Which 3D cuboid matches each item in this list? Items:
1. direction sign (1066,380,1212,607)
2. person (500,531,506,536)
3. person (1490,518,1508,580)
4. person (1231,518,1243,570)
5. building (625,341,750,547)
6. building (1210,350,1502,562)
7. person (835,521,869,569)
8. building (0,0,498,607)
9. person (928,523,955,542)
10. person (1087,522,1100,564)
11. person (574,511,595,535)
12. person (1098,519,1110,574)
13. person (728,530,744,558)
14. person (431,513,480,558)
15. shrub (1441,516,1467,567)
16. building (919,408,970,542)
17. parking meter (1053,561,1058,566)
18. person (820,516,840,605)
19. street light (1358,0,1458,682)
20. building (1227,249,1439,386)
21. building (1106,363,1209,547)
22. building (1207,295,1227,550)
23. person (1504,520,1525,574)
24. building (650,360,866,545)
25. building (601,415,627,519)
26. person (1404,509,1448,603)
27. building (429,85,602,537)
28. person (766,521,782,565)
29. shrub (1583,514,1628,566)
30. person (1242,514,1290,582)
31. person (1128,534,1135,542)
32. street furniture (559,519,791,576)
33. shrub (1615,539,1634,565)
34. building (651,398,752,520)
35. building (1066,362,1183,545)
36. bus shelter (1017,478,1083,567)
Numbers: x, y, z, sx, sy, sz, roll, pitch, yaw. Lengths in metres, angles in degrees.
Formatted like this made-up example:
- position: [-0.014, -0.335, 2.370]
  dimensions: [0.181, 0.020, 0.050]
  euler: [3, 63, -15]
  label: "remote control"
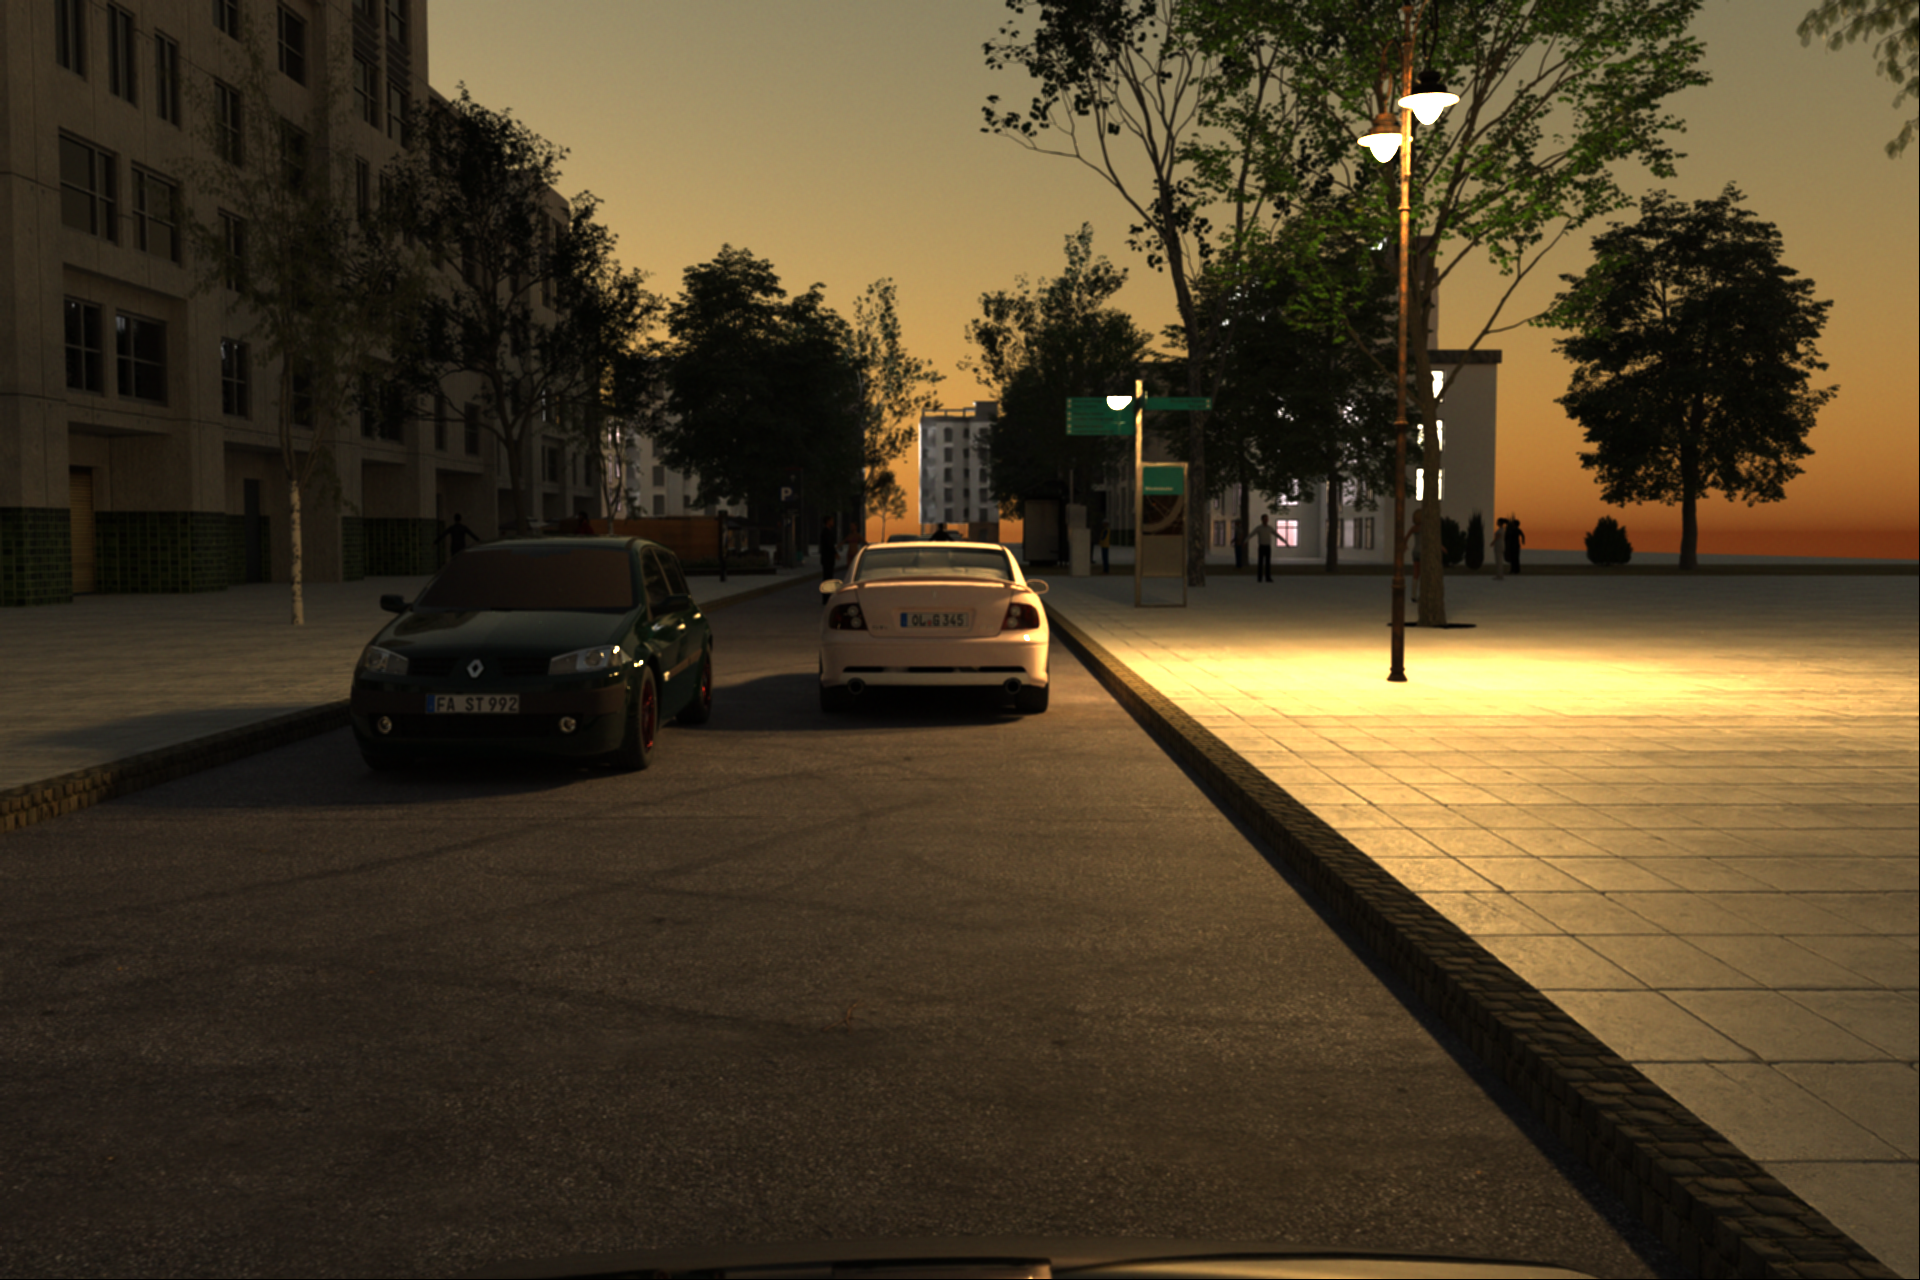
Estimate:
- position: [3.106, -2.500, 29.644]
  dimensions: [2.525, 3.948, 1.411]
  euler: [0, 4, 0]
  label: "direction sign"
- position: [-18.999, -3.865, 72.457]
  dimensions: [0.599, 1.433, 0.991]
  euler: [-3, 4, -37]
  label: "person"
- position: [15.094, -2.565, 48.701]
  dimensions: [0.721, 1.739, 1.217]
  euler: [2, 4, 29]
  label: "person"
- position: [9.815, -3.388, 61.255]
  dimensions: [0.705, 1.847, 1.347]
  euler: [0, 4, -3]
  label: "person"
- position: [-27.163, -19.193, 170.225]
  dimensions: [16.016, 20.090, 11.380]
  euler: [0, 4, 0]
  label: "building"
- position: [19.984, -9.226, 92.995]
  dimensions: [9.099, 9.664, 28.070]
  euler: [0, 4, 0]
  label: "building"
- position: [-2.570, -1.947, 41.086]
  dimensions: [1.217, 1.733, 0.721]
  euler: [2, 4, 35]
  label: "person"
- position: [-24.790, -10.949, 45.482]
  dimensions: [16.747, 18.905, 31.486]
  euler: [0, 4, 0]
  label: "building"
- position: [-0.616, -3.059, 58.609]
  dimensions: [1.346, 1.812, 0.704]
  euler: [2, 4, 27]
  label: "person"
- position: [5.674, -4.229, 75.278]
  dimensions: [0.705, 1.813, 1.348]
  euler: [-3, 4, -38]
  label: "person"
- position: [-8.860, -2.111, 40.617]
  dimensions: [0.704, 1.816, 1.345]
  euler: [-3, 5, -43]
  label: "person"
- position: [4.553, -2.981, 55.197]
  dimensions: [0.721, 1.772, 1.216]
  euler: [1, 4, 13]
  label: "person"
- position: [-10.029, -4.398, 78.086]
  dimensions: [0.705, 1.806, 1.347]
  euler: [1, 4, 23]
  label: "person"
- position: [-13.158, -2.408, 45.413]
  dimensions: [1.345, 1.823, 0.704]
  euler: [-1, 4, -18]
  label: "person"
- position: [18.902, -3.847, 67.324]
  dimensions: [1.690, 2.028, 1.600]
  euler: [0, 3, 0]
  label: "shrub"
- position: [-5.616, -23.990, 251.108]
  dimensions: [11.380, 20.090, 16.016]
  euler: [0, 4, 8]
  label: "building"
- position: [3.807, -3.957, 70.402]
  dimensions: [0.399, 1.863, 0.255]
  euler: [0, 4, -2]
  label: "parking meter"
- position: [-2.643, -1.615, 35.086]
  dimensions: [0.704, 1.802, 1.346]
  euler: [-1, 4, -13]
  label: "person"
- position: [3.815, -2.578, 14.935]
  dimensions: [0.468, 5.910, 1.993]
  euler: [0, 4, 0]
  label: "street light"
- position: [23.989, -16.239, 121.931]
  dimensions: [16.016, 20.090, 11.380]
  euler: [0, 4, 0]
  label: "building"
- position: [25.679, -19.636, 187.503]
  dimensions: [16.747, 18.905, 31.486]
  euler: [0, 4, 0]
  label: "building"
- position: [24.964, -17.222, 137.995]
  dimensions: [16.016, 20.090, 11.380]
  euler: [0, 4, 0]
  label: "building"
- position: [17.884, -3.014, 56.004]
  dimensions: [1.216, 1.740, 0.721]
  euler: [-3, 4, -36]
  label: "person"
- position: [-26.608, -22.891, 218.236]
  dimensions: [27.936, 21.610, 32.646]
  euler: [0, 4, 0]
  label: "building"
- position: [-27.161, -10.763, 118.129]
  dimensions: [9.099, 9.664, 28.070]
  euler: [0, 4, 1]
  label: "building"
- position: [8.663, -1.575, 32.364]
  dimensions: [0.721, 1.753, 1.214]
  euler: [-2, 4, -24]
  label: "person"
- position: [-29.183, -13.326, 84.332]
  dimensions: [16.747, 18.905, 31.486]
  euler: [0, 4, 0]
  label: "building"
- position: [-7.399, -3.956, 70.946]
  dimensions: [1.348, 1.796, 0.705]
  euler: [3, 5, 40]
  label: "person"
- position: [25.716, -3.969, 68.938]
  dimensions: [1.661, 2.075, 1.752]
  euler: [0, 3, 0]
  label: "shrub"
- position: [8.161, -2.458, 46.349]
  dimensions: [1.344, 1.810, 0.704]
  euler: [-1, 4, -12]
  label: "person"
- position: [8.841, -4.797, 84.621]
  dimensions: [1.347, 1.806, 0.705]
  euler: [-2, 4, -29]
  label: "person"
- position: [-9.177, -2.925, 54.675]
  dimensions: [11.010, 1.723, 9.812]
  euler: [-3, 5, -41]
  label: "street furniture"
- position: [27.786, -3.773, 72.810]
  dimensions: [1.383, 1.207, 1.383]
  euler: [0, 3, 0]
  label: "shrub"
- position: [-28.959, -20.263, 187.720]
  dimensions: [16.016, 20.090, 11.380]
  euler: [0, 4, 0]
  label: "building"
- position: [25.227, -23.106, 221.758]
  dimensions: [27.936, 21.610, 32.646]
  euler: [0, 4, 0]
  label: "building"
- position: [3.357, -4.389, 65.688]
  dimensions: [2.014, 3.302, 5.546]
  euler: [0, 4, -2]
  label: "bus shelter"
